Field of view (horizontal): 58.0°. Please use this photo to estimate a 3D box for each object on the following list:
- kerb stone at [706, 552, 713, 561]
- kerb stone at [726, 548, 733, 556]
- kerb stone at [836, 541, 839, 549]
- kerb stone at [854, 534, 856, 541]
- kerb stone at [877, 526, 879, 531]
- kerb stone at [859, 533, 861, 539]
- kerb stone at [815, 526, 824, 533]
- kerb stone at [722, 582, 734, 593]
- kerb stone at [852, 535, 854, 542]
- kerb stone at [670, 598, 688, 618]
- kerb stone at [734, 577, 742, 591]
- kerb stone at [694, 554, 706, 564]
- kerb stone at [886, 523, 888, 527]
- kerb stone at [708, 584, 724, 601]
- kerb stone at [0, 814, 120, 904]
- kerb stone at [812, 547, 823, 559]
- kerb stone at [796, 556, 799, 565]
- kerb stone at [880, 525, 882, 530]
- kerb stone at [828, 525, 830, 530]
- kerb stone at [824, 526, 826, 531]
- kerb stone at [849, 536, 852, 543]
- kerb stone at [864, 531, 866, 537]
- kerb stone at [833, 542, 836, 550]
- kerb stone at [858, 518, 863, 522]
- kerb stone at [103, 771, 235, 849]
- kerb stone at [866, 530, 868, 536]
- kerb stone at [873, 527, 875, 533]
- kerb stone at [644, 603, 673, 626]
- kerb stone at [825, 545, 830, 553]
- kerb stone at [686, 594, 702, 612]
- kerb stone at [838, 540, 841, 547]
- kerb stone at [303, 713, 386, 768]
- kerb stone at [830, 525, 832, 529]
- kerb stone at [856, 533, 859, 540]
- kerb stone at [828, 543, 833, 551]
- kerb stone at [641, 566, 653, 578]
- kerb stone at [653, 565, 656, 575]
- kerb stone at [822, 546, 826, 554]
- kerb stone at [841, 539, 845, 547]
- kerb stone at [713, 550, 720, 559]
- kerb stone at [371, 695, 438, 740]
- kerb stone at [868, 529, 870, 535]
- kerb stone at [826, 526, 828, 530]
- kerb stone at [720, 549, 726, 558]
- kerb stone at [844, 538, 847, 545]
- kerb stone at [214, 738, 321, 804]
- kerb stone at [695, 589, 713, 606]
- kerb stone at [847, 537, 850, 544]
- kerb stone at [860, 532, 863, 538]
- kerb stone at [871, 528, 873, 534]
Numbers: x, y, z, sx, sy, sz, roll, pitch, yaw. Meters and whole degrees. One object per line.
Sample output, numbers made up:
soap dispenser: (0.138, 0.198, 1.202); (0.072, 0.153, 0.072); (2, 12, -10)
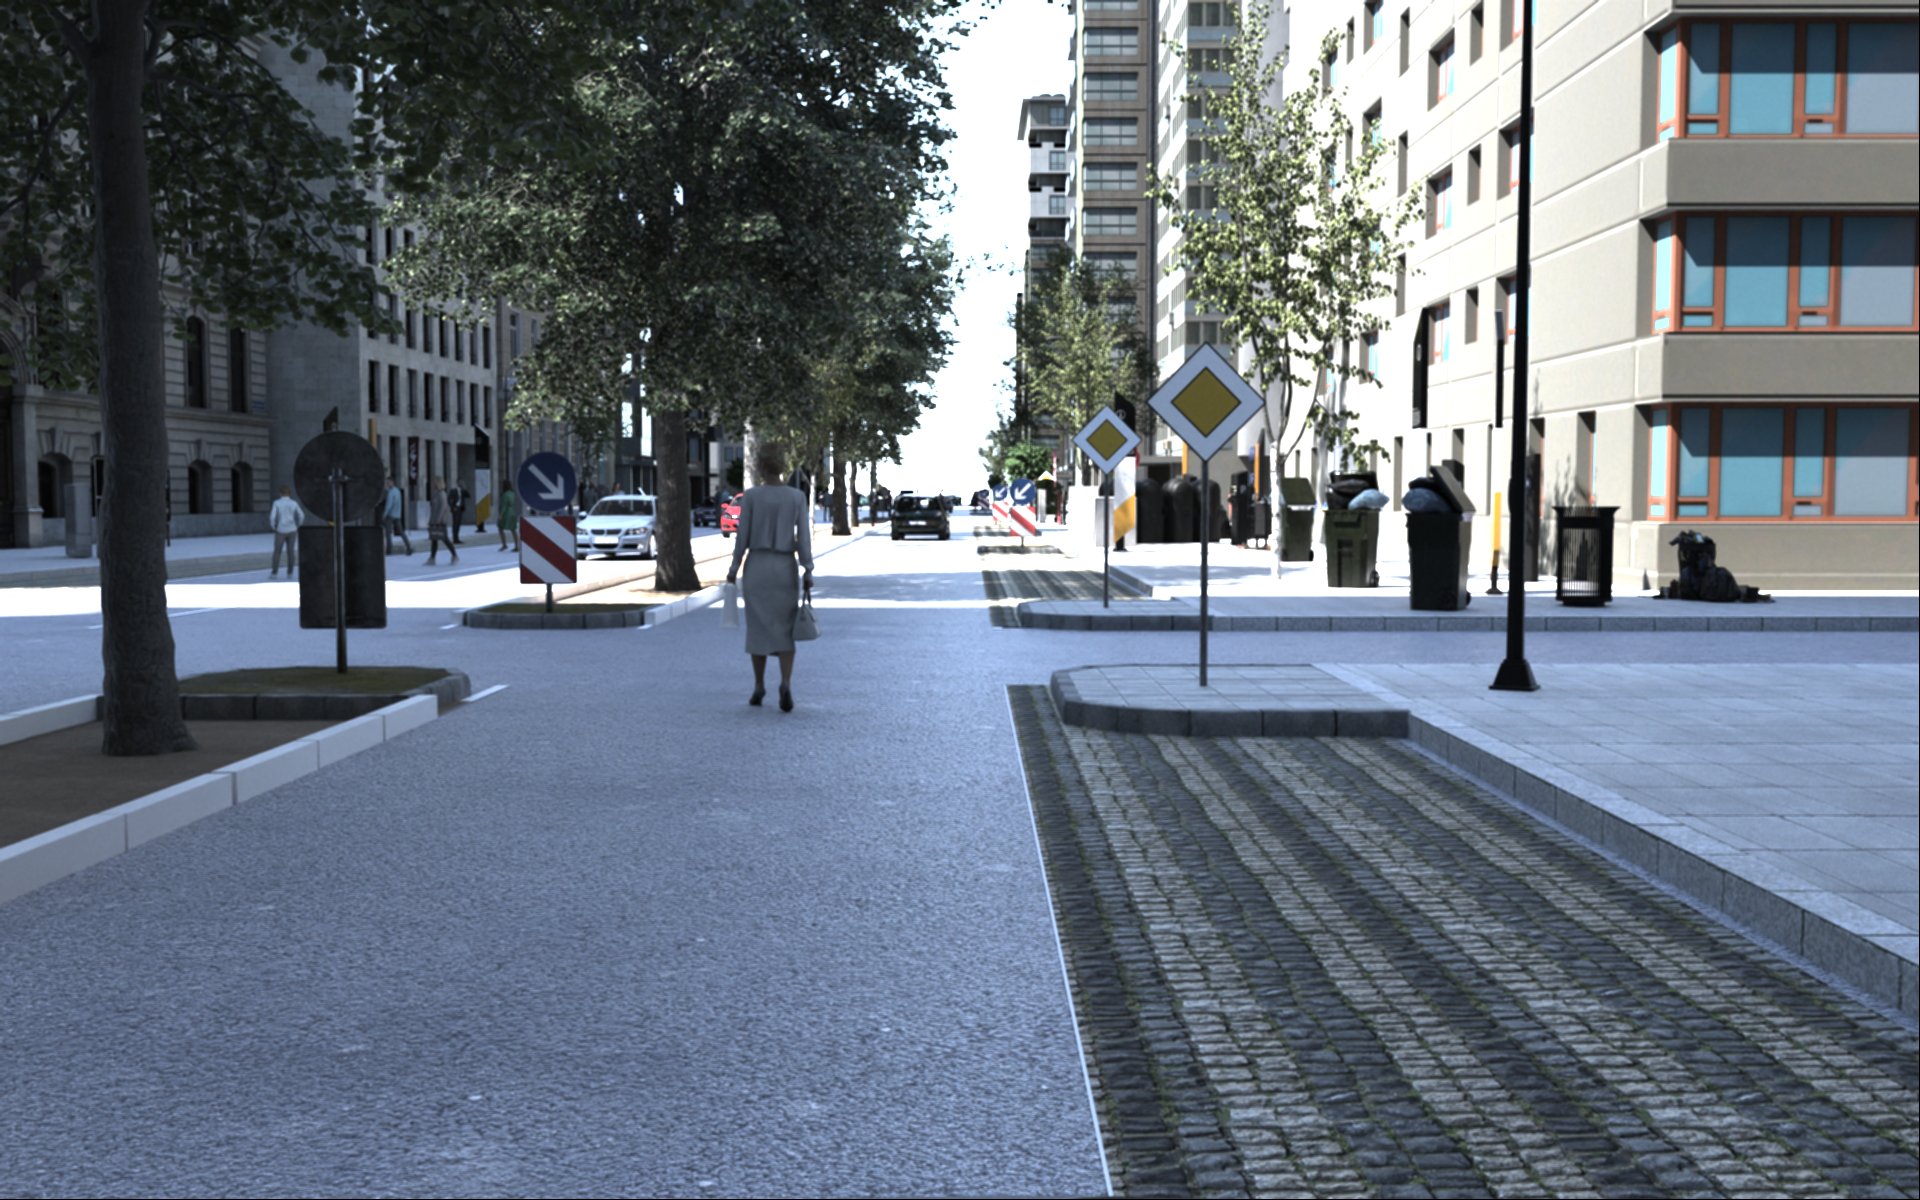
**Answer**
kerb stone: (-5.432, -0.892, 36.779); (0.120, 0.150, 1.000); (0, 4, 0)
kerb stone: (-5.417, -1.079, 39.845); (0.120, 0.150, 1.000); (0, 4, 0)
kerb stone: (-3.303, -1.390, 44.965); (0.120, 0.150, 1.000); (0, 4, 0)
kerb stone: (-3.288, -1.832, 52.148); (0.120, 0.150, 1.000); (0, 4, 0)
kerb stone: (-3.248, -2.647, 65.467); (0.120, 0.150, 1.000); (0, 4, 0)
kerb stone: (-3.276, -1.954, 54.206); (0.120, 0.150, 1.000); (0, 4, 0)
kerb stone: (-5.347, -2.647, 65.467); (0.120, 0.150, 1.000); (0, 4, 0)
kerb stone: (-3.360, -0.140, 24.485); (0.120, 0.150, 1.000); (0, 4, 0)
kerb stone: (-3.285, -1.766, 51.126); (0.120, 0.150, 1.000); (0, 4, 0)
kerb stone: (-3.369, 0.111, 20.385); (0.120, 0.150, 1.000); (0, 4, 0)
kerb stone: (-3.358, -0.203, 25.507); (0.120, 0.150, 1.000); (0, 4, 0)
kerb stone: (-5.433, -0.829, 35.755); (0.120, 0.150, 1.000); (0, 4, 0)
kerb stone: (-3.221, -3.085, 72.643); (0.120, 0.150, 1.000); (0, 4, 0)
kerb stone: (-3.361, -0.077, 23.460); (0.120, 0.150, 1.000); (0, 4, 0)
kerb stone: (-3.409, 0.963, 6.444); (0.120, 0.150, 1.000); (0, 4, 0)
kerb stone: (-3.314, -1.071, 39.847); (0.120, 0.150, 1.000); (0, 4, 0)
kerb stone: (-3.325, -0.890, 36.778); (0.120, 0.150, 1.000); (0, 4, 0)
kerb stone: (-3.232, -2.771, 67.518); (0.120, 0.150, 1.000); (0, 4, 0)
kerb stone: (-5.342, -2.835, 68.547); (0.120, 0.150, 1.000); (0, 4, 0)
kerb stone: (-5.346, -2.707, 66.495); (0.120, 0.150, 1.000); (0, 4, 0)
kerb stone: (-3.293, -1.705, 50.096); (0.120, 0.150, 1.000); (0, 4, 0)
kerb stone: (-3.265, -2.136, 57.272); (0.120, 0.150, 1.000); (0, 4, 0)
kerb stone: (-3.308, -1.330, 43.943); (0.120, 0.150, 1.000); (0, 4, 0)
kerb stone: (-5.273, -4.338, 93.125); (0.120, 0.150, 1.000); (0, 4, 0)
kerb stone: (-3.411, 0.904, 7.473); (0.120, 0.150, 1.000); (0, 4, 0)
kerb stone: (-3.266, -2.208, 58.303); (0.120, 0.150, 1.000); (0, 4, 0)
kerb stone: (-3.255, -2.459, 62.401); (0.120, 0.150, 1.000); (0, 4, 0)
kerb stone: (-3.378, 0.174, 19.357); (0.120, 0.150, 1.000); (0, 4, 0)
kerb stone: (-3.313, -1.201, 41.893); (0.120, 0.150, 1.000); (0, 4, 0)
kerb stone: (-3.359, 0.056, 21.414); (0.120, 0.150, 1.000); (0, 4, 0)
kerb stone: (-3.310, -1.455, 45.987); (0.120, 0.150, 1.000); (0, 4, 0)
kerb stone: (-3.402, 0.775, 9.532); (0.120, 0.150, 1.000); (0, 4, 0)
kerb stone: (-5.328, -2.897, 69.569); (0.120, 0.150, 1.000); (0, 4, 0)
kerb stone: (-3.278, -1.894, 53.178); (0.120, 0.150, 1.000); (0, 4, 0)
kerb stone: (-3.308, -1.268, 42.921); (0.120, 0.150, 1.000); (0, 4, 0)
kerb stone: (-5.446, -0.452, 29.610); (0.120, 0.150, 1.000); (0, 4, 0)
kerb stone: (-5.441, -0.516, 30.632); (0.120, 0.150, 1.000); (0, 4, 0)
kerb stone: (-3.319, -1.140, 40.868); (0.120, 0.150, 1.000); (0, 4, 0)
kerb stone: (-3.292, -1.518, 47.017); (0.120, 0.150, 1.000); (0, 4, 0)
kerb stone: (-5.425, -0.954, 37.801); (0.120, 0.150, 1.000); (0, 4, 0)
kerb stone: (-3.400, 0.711, 10.566); (0.120, 0.150, 1.000); (0, 4, 0)
kerb stone: (-3.270, -2.271, 59.332); (0.120, 0.150, 1.000); (0, 4, 0)
kerb stone: (-5.340, -2.771, 67.525); (0.120, 0.150, 1.000); (0, 4, 0)
kerb stone: (-5.425, -1.004, 38.824); (0.120, 0.150, 1.000); (0, 4, 0)
kerb stone: (-3.298, -1.581, 48.046); (0.120, 0.150, 1.000); (0, 4, 0)
kerb stone: (-3.400, 0.837, 8.504); (0.120, 0.150, 1.000); (0, 4, 0)
kerb stone: (-3.363, -0.012, 22.436); (0.120, 0.150, 1.000); (0, 4, 0)
kerb stone: (-3.290, -1.644, 49.068); (0.120, 0.150, 1.000); (0, 4, 0)
kerb stone: (-3.267, -2.020, 55.228); (0.120, 0.150, 1.000); (0, 4, 0)
kerb stone: (-3.252, -2.388, 61.379); (0.120, 0.150, 1.000); (0, 4, 0)
